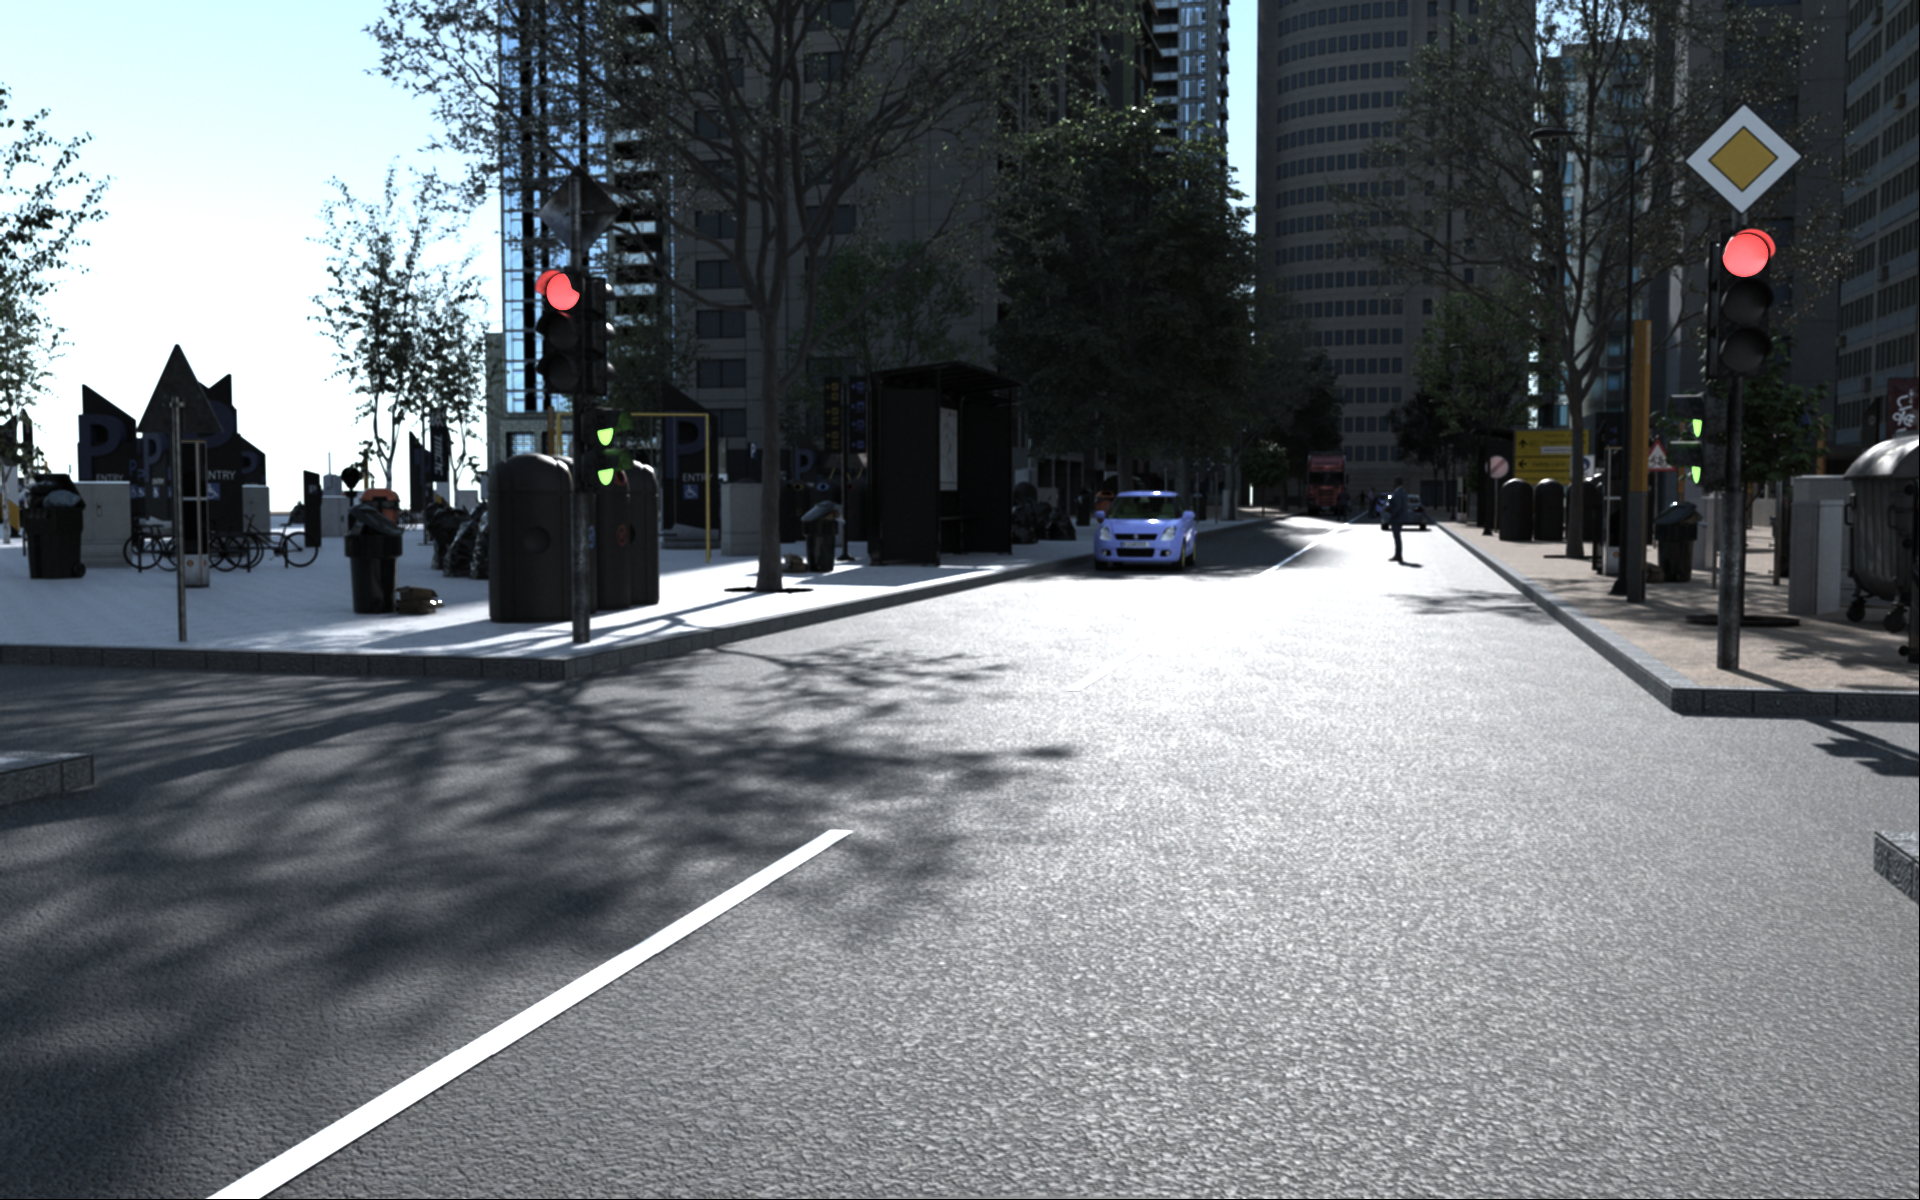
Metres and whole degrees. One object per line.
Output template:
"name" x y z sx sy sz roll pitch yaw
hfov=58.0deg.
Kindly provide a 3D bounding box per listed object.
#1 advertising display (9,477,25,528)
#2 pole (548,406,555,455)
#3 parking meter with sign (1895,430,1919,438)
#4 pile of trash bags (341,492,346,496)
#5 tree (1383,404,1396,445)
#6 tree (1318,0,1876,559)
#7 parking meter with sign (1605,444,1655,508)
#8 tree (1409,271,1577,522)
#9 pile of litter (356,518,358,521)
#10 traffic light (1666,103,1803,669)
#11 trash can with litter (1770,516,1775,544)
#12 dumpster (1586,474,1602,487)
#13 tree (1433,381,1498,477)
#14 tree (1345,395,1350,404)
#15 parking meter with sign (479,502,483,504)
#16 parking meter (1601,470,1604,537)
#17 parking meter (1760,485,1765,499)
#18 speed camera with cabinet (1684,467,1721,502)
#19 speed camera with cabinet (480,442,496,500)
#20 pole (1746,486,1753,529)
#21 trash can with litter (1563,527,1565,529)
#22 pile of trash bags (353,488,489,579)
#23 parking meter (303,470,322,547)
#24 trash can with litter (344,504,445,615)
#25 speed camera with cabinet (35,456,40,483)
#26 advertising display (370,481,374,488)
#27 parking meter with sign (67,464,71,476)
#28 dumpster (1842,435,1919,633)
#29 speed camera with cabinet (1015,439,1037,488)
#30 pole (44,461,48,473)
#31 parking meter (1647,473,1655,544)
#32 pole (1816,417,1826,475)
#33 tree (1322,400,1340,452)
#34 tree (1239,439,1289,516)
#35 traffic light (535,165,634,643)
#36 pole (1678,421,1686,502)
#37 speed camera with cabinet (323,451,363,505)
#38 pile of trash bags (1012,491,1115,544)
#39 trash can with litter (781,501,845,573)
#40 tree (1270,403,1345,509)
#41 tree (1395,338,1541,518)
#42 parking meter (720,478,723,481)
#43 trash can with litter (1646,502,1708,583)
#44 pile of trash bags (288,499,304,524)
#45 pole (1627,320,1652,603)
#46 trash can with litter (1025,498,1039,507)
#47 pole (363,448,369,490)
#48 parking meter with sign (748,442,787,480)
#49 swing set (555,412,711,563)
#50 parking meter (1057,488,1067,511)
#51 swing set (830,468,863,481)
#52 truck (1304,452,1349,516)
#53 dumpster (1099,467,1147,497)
"advertising display" -35.939 -3.729 66.180 0.974 1.923 0.123 0 4 -2
"pole" -9.514 -2.846 40.378 0.158 3.312 0.155 0 3 0
"parking meter with sign" 11.677 -1.508 20.924 0.543 3.016 1.738 0 4 0
"pile of trash bags" -8.823 -1.248 30.159 3.447 1.369 1.912 1 4 8
"tree" 34.817 -11.572 123.611 8.767 10.594 7.601 -1 4 -11
"tree" 12.258 -7.567 34.086 12.009 13.543 11.850 0 3 0
"parking meter with sign" 23.391 -3.925 60.436 1.738 3.016 0.543 -1 4 -17
"tree" 24.506 -9.428 79.900 9.928 11.665 9.643 0 3 0
"pile of litter" -19.468 -2.578 56.111 1.176 0.858 1.719 1 4 16
"traffic light" 5.633 -1.450 12.633 0.839 4.253 0.868 1 4 14
"trash can with litter" 13.249 -0.958 27.054 1.055 1.170 0.624 1 4 17
"dumpster" 18.427 -2.680 49.571 1.264 1.857 1.865 1 4 14
"tree" 31.249 -9.537 106.299 4.360 8.622 3.978 0 3 0
"tree" 24.894 -13.835 132.853 9.857 13.997 8.962 0 3 0
"parking meter with sign" -24.510 -5.800 91.096 1.738 3.016 0.543 -3 5 -44
"parking meter" 15.952 -2.252 42.524 0.255 1.863 0.399 -1 4 -15
"parking meter" 37.993 -4.682 82.261 0.399 1.863 0.255 -1 4 -22
"speed camera with cabinet" 22.538 -3.550 52.375 0.660 3.252 2.038 3 5 43
"speed camera with cabinet" -17.693 -4.398 66.251 0.660 3.252 2.038 0 4 8
"pole" 29.093 -4.276 63.751 0.158 3.312 0.155 0 3 0
"trash can with litter" 21.598 -2.999 60.422 1.055 1.170 0.624 -2 4 -29
"pile of trash bags" -7.435 -1.028 26.563 3.447 1.369 1.912 -2 4 -25
"parking meter" -15.656 -2.214 41.911 0.399 1.863 0.255 -2 4 -28
"trash can with litter" -6.089 -0.447 18.702 1.055 1.170 0.624 1 4 14
"speed camera with cabinet" -48.130 -5.882 90.514 0.660 3.252 2.038 -1 4 -12
"advertising display" -28.524 -4.824 84.088 0.123 1.923 0.974 -1 4 -22
"parking meter with sign" -51.939 -6.303 99.310 1.738 3.016 0.543 -3 4 -39
"dumpster" 9.296 -0.657 16.495 1.264 1.857 1.865 1 4 14
"speed camera with cabinet" 2.684 -4.178 62.641 0.660 3.252 2.038 2 4 29
"pole" -55.821 -6.851 105.864 0.158 3.312 0.155 0 3 0
"parking meter" 17.558 -2.363 44.352 0.399 1.863 0.255 0 4 -4
"pole" 22.711 -3.173 45.722 0.158 3.312 0.155 0 3 0
"tree" 32.143 -14.949 162.537 7.486 12.596 7.792 0 3 0
"tree" 17.832 -7.205 101.516 4.285 4.588 4.351 0 3 0
"traffic light" -3.256 -1.586 14.846 0.839 4.253 0.868 1 4 14
"pole" 20.297 -3.357 48.731 0.158 3.312 0.155 0 3 0
"speed camera with cabinet" -28.542 -5.262 80.372 2.038 3.252 0.660 1 4 19
"pile of trash bags" 2.698 -2.363 48.385 3.447 1.369 1.912 -1 4 -13
"trash can with litter" -2.448 -1.038 28.357 1.055 1.170 0.624 -3 5 -42
"tree" 29.841 -13.241 150.899 8.767 10.594 7.601 3 4 39
"tree" 27.829 -9.746 93.751 7.601 10.594 8.767 1 4 16
"parking meter" -8.928 -3.548 63.729 0.399 1.863 0.255 1 4 16
"trash can with litter" 10.257 -0.839 25.108 1.055 1.170 0.624 -2 4 -30
"pile of trash bags" -27.864 -4.068 76.260 1.912 1.369 3.447 1 4 16
"pole" 8.003 -1.624 20.400 0.158 3.312 0.155 0 3 0
"trash can with litter" 2.420 -2.461 51.628 1.055 1.170 0.624 2 4 28
"pole" -26.461 -5.097 77.185 0.158 3.312 0.155 0 3 0
"parking meter with sign" -6.227 -3.798 58.363 1.738 3.016 0.543 1 4 15
"swing set" -6.415 -2.191 33.442 3.119 2.851 2.862 0 4 -8
"parking meter" 3.979 -3.623 67.647 0.372 1.533 0.369 0 3 0
"swing set" -4.893 -4.967 78.829 2.862 2.851 3.119 1 4 23
"truck" 24.794 -7.841 117.115 2.839 4.237 11.283 1 4 12
"dumpster" 5.793 -3.610 61.512 1.502 2.255 1.985 1 4 14
